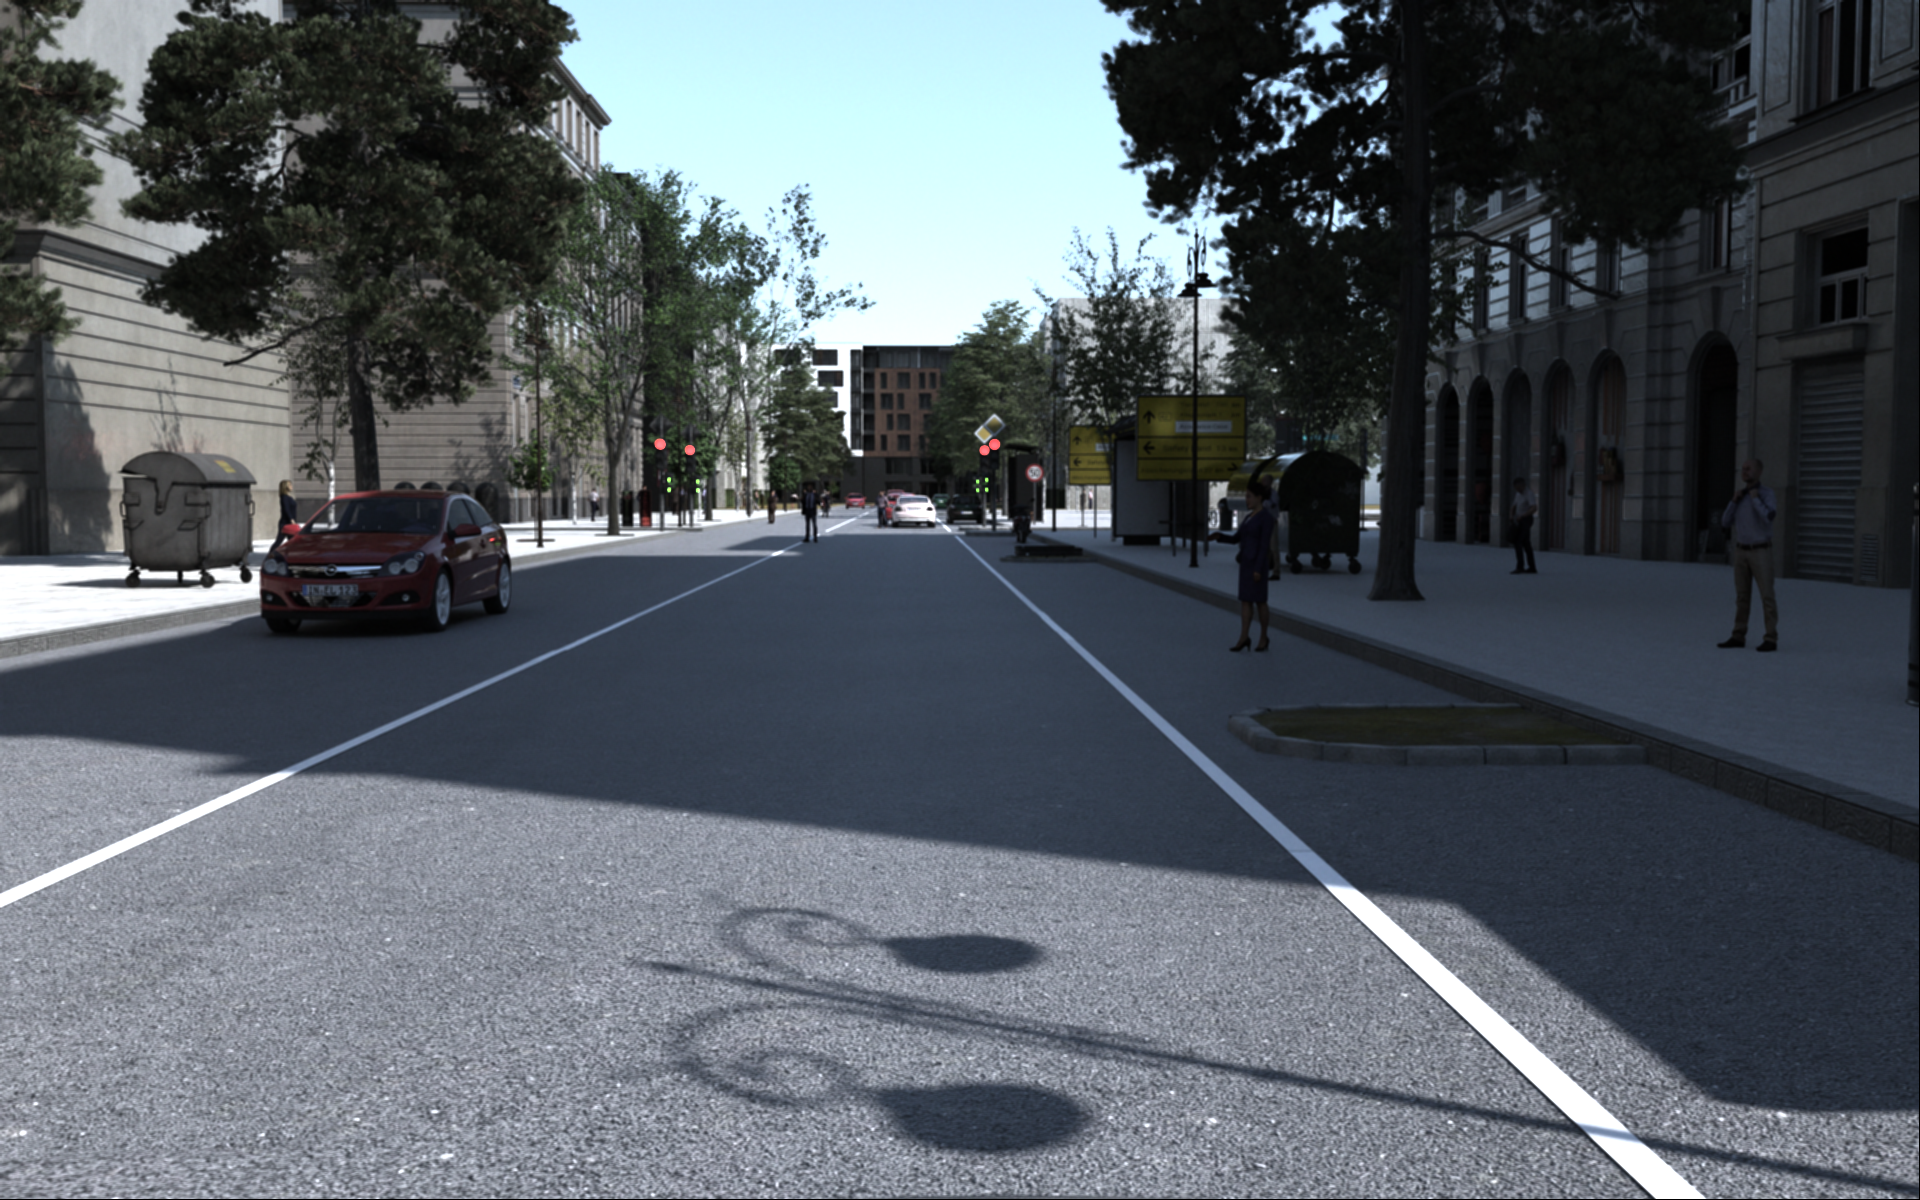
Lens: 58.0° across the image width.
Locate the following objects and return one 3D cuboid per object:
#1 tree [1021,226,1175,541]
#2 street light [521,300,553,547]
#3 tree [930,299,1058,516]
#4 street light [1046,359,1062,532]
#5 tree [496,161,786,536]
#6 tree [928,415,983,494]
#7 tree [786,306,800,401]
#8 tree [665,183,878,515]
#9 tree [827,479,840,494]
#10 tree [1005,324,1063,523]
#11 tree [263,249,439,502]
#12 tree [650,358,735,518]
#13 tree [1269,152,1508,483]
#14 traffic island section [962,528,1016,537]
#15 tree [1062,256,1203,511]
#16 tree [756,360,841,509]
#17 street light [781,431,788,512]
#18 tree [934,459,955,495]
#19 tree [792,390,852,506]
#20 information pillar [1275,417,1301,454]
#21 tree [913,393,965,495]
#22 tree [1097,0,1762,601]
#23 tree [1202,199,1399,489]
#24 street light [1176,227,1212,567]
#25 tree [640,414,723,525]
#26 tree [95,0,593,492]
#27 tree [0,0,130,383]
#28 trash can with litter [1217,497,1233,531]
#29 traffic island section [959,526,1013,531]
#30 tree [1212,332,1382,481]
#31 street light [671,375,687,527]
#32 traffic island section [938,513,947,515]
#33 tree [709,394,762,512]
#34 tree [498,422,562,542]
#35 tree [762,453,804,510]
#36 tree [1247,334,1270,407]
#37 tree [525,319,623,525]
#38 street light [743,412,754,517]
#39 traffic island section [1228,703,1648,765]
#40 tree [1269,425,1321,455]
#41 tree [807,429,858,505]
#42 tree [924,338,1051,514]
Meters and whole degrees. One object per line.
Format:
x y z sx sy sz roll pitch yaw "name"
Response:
3.968 -5.893 46.711 4.737 8.622 4.395 0 3 0 "tree"
-10.103 -4.203 41.513 0.468 5.910 1.993 0 4 -2 "street light"
2.332 -11.189 101.070 7.486 12.596 7.792 0 3 0 "tree"
3.228 -5.287 59.226 0.468 5.910 1.993 0 4 -2 "street light"
-10.528 -7.785 53.048 9.928 11.665 9.643 0 3 0 "tree"
-0.063 -16.024 184.053 6.751 12.117 7.091 0 3 0 "tree"
-11.828 -9.576 82.316 9.928 11.665 9.643 0 3 0 "tree"
-11.895 -15.263 105.432 12.611 20.169 13.585 0 3 0 "tree"
-15.926 -13.692 218.458 1.663 3.219 1.824 0 3 0 "tree"
3.903 -7.688 76.063 4.360 8.622 3.978 0 3 0 "tree"
-14.480 -5.494 40.188 4.360 8.622 3.978 0 3 0 "tree"
-14.120 -8.668 92.077 4.360 8.622 3.978 0 3 0 "tree"
9.159 -5.242 36.063 4.737 8.622 4.395 0 3 0 "tree"
1.199 -2.293 59.764 2.009 0.180 2.903 0 4 -2 "traffic island section"
5.982 -6.372 54.546 4.360 8.622 3.978 0 3 0 "tree"
-13.672 -13.975 146.612 7.486 12.596 7.792 0 3 0 "tree"
-12.556 -9.287 124.624 0.468 5.910 1.993 0 4 -2 "street light"
-0.851 -16.038 212.583 4.360 8.622 3.978 0 3 0 "tree"
-14.441 -15.772 179.926 6.751 12.117 7.091 0 3 0 "tree"
11.159 -4.253 58.907 0.750 3.857 0.750 -2 4 -35 "information pillar"
-0.526 -17.918 203.331 12.009 13.543 11.850 0 3 0 "tree"
5.461 -6.913 20.446 7.806 13.903 7.818 0 3 0 "tree"
8.722 -5.550 41.109 4.360 8.622 3.978 0 3 0 "tree"
4.109 -3.515 30.251 0.468 5.910 1.993 0 4 -2 "street light"
-11.434 -5.352 71.211 4.285 4.588 4.351 0 3 0 "tree"
-10.617 -7.514 30.282 7.806 13.903 7.818 0 3 0 "tree"
-12.493 -5.887 18.308 6.751 12.117 7.091 0 3 0 "tree"
9.223 -3.011 60.614 0.624 1.170 1.055 0 4 -2 "trash can with litter"
0.967 -2.781 67.746 2.009 0.180 2.903 0 4 -2 "traffic island section"
21.508 -12.685 114.055 9.857 13.997 8.962 0 3 0 "tree"
-10.946 -5.794 67.515 0.468 5.910 1.993 0 4 -2 "street light"
-0.555 -5.943 120.040 1.991 0.108 1.994 0 4 -2 "traffic island section"
-15.793 -10.524 122.436 4.737 8.622 4.395 0 3 0 "tree"
-11.454 -3.208 47.049 1.663 3.219 1.824 0 3 0 "tree"
-13.859 -9.375 137.001 4.285 4.588 4.351 0 3 0 "tree"
9.502 -5.903 46.883 4.737 8.622 4.395 0 3 0 "tree"
-16.169 -7.473 72.547 4.737 8.622 4.395 0 3 0 "tree"
-11.718 -7.540 96.069 0.468 5.910 1.993 0 4 -2 "street light"
2.628 0.778 10.146 1.991 0.108 1.994 0 4 -2 "traffic island section"
15.862 -5.896 80.112 4.285 4.588 4.351 0 3 0 "tree"
-15.422 -16.460 203.531 7.601 10.594 8.767 1 4 13 "tree"
2.071 -11.452 112.996 9.928 11.665 9.643 0 3 0 "tree"
